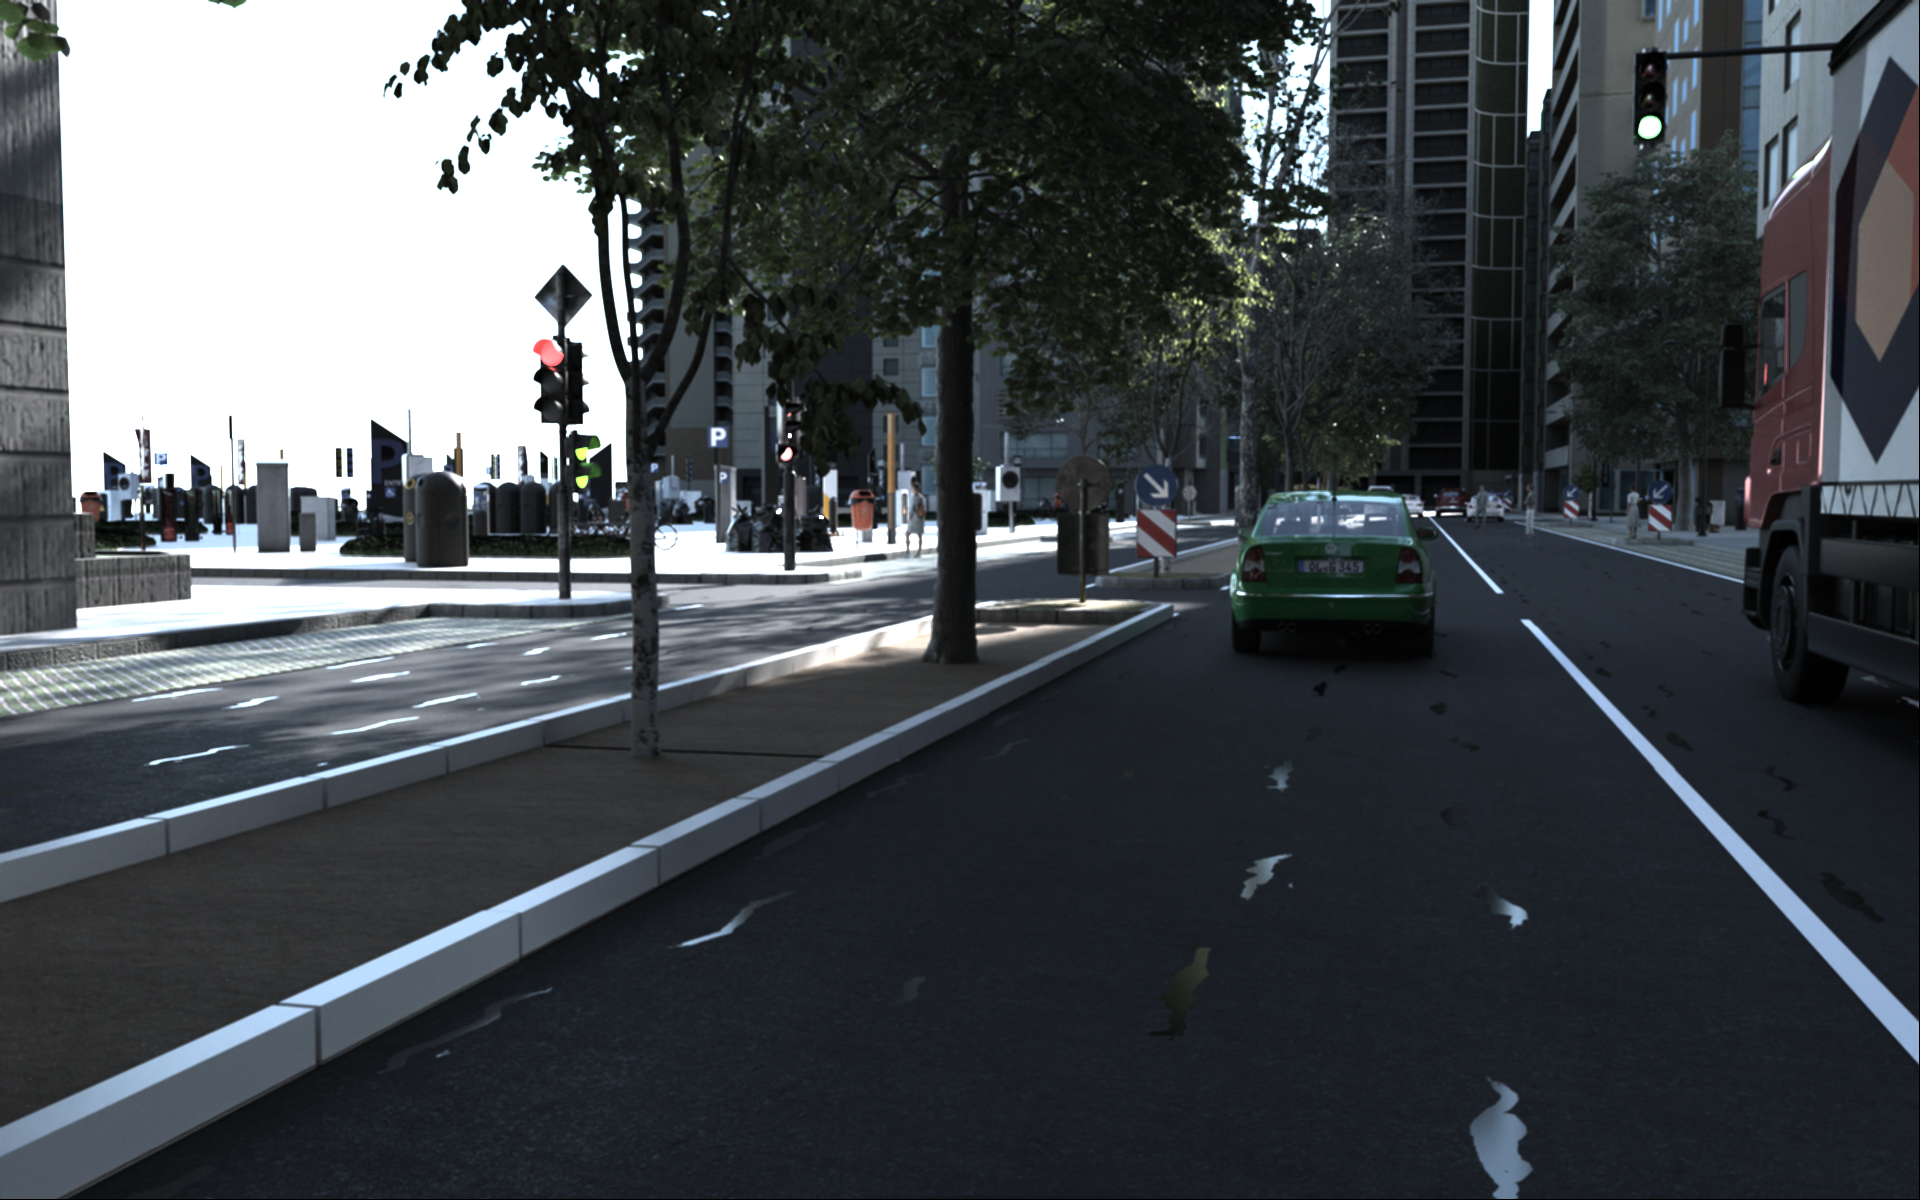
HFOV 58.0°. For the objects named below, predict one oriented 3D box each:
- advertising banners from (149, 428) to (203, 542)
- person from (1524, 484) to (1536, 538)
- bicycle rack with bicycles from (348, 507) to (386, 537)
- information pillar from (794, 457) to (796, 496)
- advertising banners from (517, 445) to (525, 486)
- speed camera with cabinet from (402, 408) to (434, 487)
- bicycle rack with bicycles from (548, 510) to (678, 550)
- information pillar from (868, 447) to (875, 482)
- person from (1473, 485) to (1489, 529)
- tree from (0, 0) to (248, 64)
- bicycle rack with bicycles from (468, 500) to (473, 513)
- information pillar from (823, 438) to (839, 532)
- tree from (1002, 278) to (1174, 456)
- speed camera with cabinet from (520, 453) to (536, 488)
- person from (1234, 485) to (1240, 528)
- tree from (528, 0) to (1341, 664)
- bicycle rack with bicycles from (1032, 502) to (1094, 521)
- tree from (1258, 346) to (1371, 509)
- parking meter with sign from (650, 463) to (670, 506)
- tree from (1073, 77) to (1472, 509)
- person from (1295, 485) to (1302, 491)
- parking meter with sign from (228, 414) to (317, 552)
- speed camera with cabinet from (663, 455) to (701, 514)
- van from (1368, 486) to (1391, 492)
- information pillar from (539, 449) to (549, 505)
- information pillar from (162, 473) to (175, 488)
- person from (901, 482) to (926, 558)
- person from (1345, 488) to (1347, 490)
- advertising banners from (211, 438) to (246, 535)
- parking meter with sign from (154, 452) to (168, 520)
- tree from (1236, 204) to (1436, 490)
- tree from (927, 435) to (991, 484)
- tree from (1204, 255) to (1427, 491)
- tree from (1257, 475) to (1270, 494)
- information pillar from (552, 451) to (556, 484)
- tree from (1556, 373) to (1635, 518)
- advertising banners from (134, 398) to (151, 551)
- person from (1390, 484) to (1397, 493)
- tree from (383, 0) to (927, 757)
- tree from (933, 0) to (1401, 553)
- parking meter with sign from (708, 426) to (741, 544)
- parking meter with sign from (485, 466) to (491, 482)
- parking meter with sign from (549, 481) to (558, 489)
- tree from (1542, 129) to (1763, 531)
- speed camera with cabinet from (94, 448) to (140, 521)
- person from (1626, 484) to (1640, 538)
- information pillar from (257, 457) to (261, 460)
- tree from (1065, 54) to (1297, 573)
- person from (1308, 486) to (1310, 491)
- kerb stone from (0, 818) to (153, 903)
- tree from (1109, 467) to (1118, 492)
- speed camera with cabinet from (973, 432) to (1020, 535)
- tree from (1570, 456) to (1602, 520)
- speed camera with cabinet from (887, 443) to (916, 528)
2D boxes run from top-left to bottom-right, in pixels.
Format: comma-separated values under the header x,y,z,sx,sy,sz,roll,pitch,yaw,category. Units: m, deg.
x,y,z,sx,sy,sz,roll,pitch,yaw,category
-21.357,-3.091,46.729,0.090,3.025,2.074,2,4,26,advertising banners
18.525,-2.895,56.385,0.362,1.759,0.519,1,4,11,person
-15.386,-2.055,46.984,2.852,0.926,2.925,0,4,-3,bicycle rack with bicycles
-7.887,-5.570,82.416,0.183,3.616,0.504,0,4,-2,information pillar
-16.129,-4.021,61.933,2.074,3.025,0.090,3,5,41,advertising banners
-12.176,-2.765,39.539,0.660,3.252,2.038,-2,4,-32,speed camera with cabinet
-7.877,-1.582,39.240,2.925,0.926,2.852,-1,4,-14,bicycle rack with bicycles
-4.396,-5.799,86.174,0.183,3.616,0.504,2,4,33,information pillar
21.591,-3.859,71.692,0.391,1.810,0.635,-3,5,-41,person
-3.308,-5.030,2.831,7.486,12.596,7.792,0,3,0,tree
-29.876,-5.473,102.862,2.852,0.926,2.925,2,4,30,bicycle rack with bicycles
-4.370,-4.110,58.560,0.504,3.616,0.183,-1,4,-20,information pillar
5.132,-8.267,69.575,7.601,10.594,8.767,1,4,12,tree
-21.470,-5.526,84.678,0.660,3.252,2.038,-3,5,-41,speed camera with cabinet
11.907,-3.970,73.595,0.526,1.800,0.537,2,4,35,person
-0.053,-5.762,14.799,7.486,12.596,7.792,0,3,0,tree
5.052,-4.296,83.617,2.925,0.926,2.852,0,4,8,bicycle rack with bicycles
14.539,-7.152,69.749,4.737,8.622,4.395,0,3,0,tree
-16.641,-6.119,96.311,0.543,3.016,1.738,-2,4,-35,parking meter with sign
9.821,-8.466,51.239,12.009,13.543,11.850,0,3,0,tree
13.260,-3.594,67.451,0.709,1.800,0.728,2,4,30,person
-15.172,-2.570,38.277,1.738,3.016,0.543,-1,4,-18,parking meter with sign
-14.258,-5.781,88.857,2.038,3.252,0.660,-3,5,-44,speed camera with cabinet
22.199,-5.161,91.389,2.013,2.044,4.112,1,4,14,van
-21.610,-6.033,89.992,0.504,3.616,0.183,-2,4,-26,information pillar
-27.163,-3.364,59.489,0.304,2.012,0.304,-3,5,-42,information pillar
-0.979,-1.776,38.549,0.522,1.701,0.512,3,4,36,person
20.382,-5.071,91.757,0.694,1.780,0.624,3,4,38,person
-23.021,-3.568,54.526,2.074,3.025,0.090,3,4,38,advertising banners
-32.911,-4.597,71.423,0.543,3.016,1.738,-2,4,-25,parking meter with sign
16.585,-10.281,77.207,9.857,13.997,8.962,0,3,0,tree
-0.210,-3.337,49.168,1.663,3.219,1.824,0,3,0,tree
12.842,-7.755,63.665,8.767,10.594,7.601,1,4,14,tree
26.620,-9.780,154.510,1.663,3.219,1.824,0,3,0,tree
-22.321,-6.357,95.288,0.183,3.616,0.504,-2,4,-31,information pillar
33.751,-8.666,92.044,4.360,8.622,3.978,0,3,0,tree
-15.362,-2.222,32.515,0.090,3.025,2.074,-2,4,-27,advertising banners
18.471,-4.032,74.207,0.659,1.850,0.755,-1,4,-9,person
-1.734,-3.433,8.949,4.737,8.622,4.395,0,3,0,tree
5.301,-11.003,38.251,12.611,20.169,13.585,0,3,0,tree
-6.135,-3.014,45.547,0.543,3.016,1.738,0,4,6,parking meter with sign
-29.788,-6.909,109.231,0.543,3.016,1.738,-2,4,-26,parking meter with sign
-22.949,-6.229,98.101,1.738,3.016,0.543,2,4,30,parking meter with sign
25.257,-9.394,60.254,9.857,13.997,8.962,0,3,0,tree
-36.398,-4.918,74.737,2.038,3.252,0.660,1,4,19,speed camera with cabinet
21.328,-2.812,55.045,0.480,1.755,0.524,-2,4,-24,person
-43.861,-7.176,108.682,0.504,3.616,0.183,2,4,26,information pillar
3.377,-4.601,28.052,4.360,8.622,3.978,0,3,0,tree
14.721,-3.959,73.498,0.678,1.792,0.850,2,4,27,person
-3.316,0.969,6.360,0.120,0.150,1.000,1,4,14,kerb stone
8.653,-6.596,102.448,1.663,3.219,1.824,0,3,0,tree
0.862,-3.710,54.993,2.038,3.252,0.660,-1,4,-13,speed camera with cabinet
31.686,-5.692,87.668,1.663,3.219,1.824,0,3,0,tree
-2.243,-4.435,66.854,0.660,3.252,2.038,1,4,15,speed camera with cabinet
